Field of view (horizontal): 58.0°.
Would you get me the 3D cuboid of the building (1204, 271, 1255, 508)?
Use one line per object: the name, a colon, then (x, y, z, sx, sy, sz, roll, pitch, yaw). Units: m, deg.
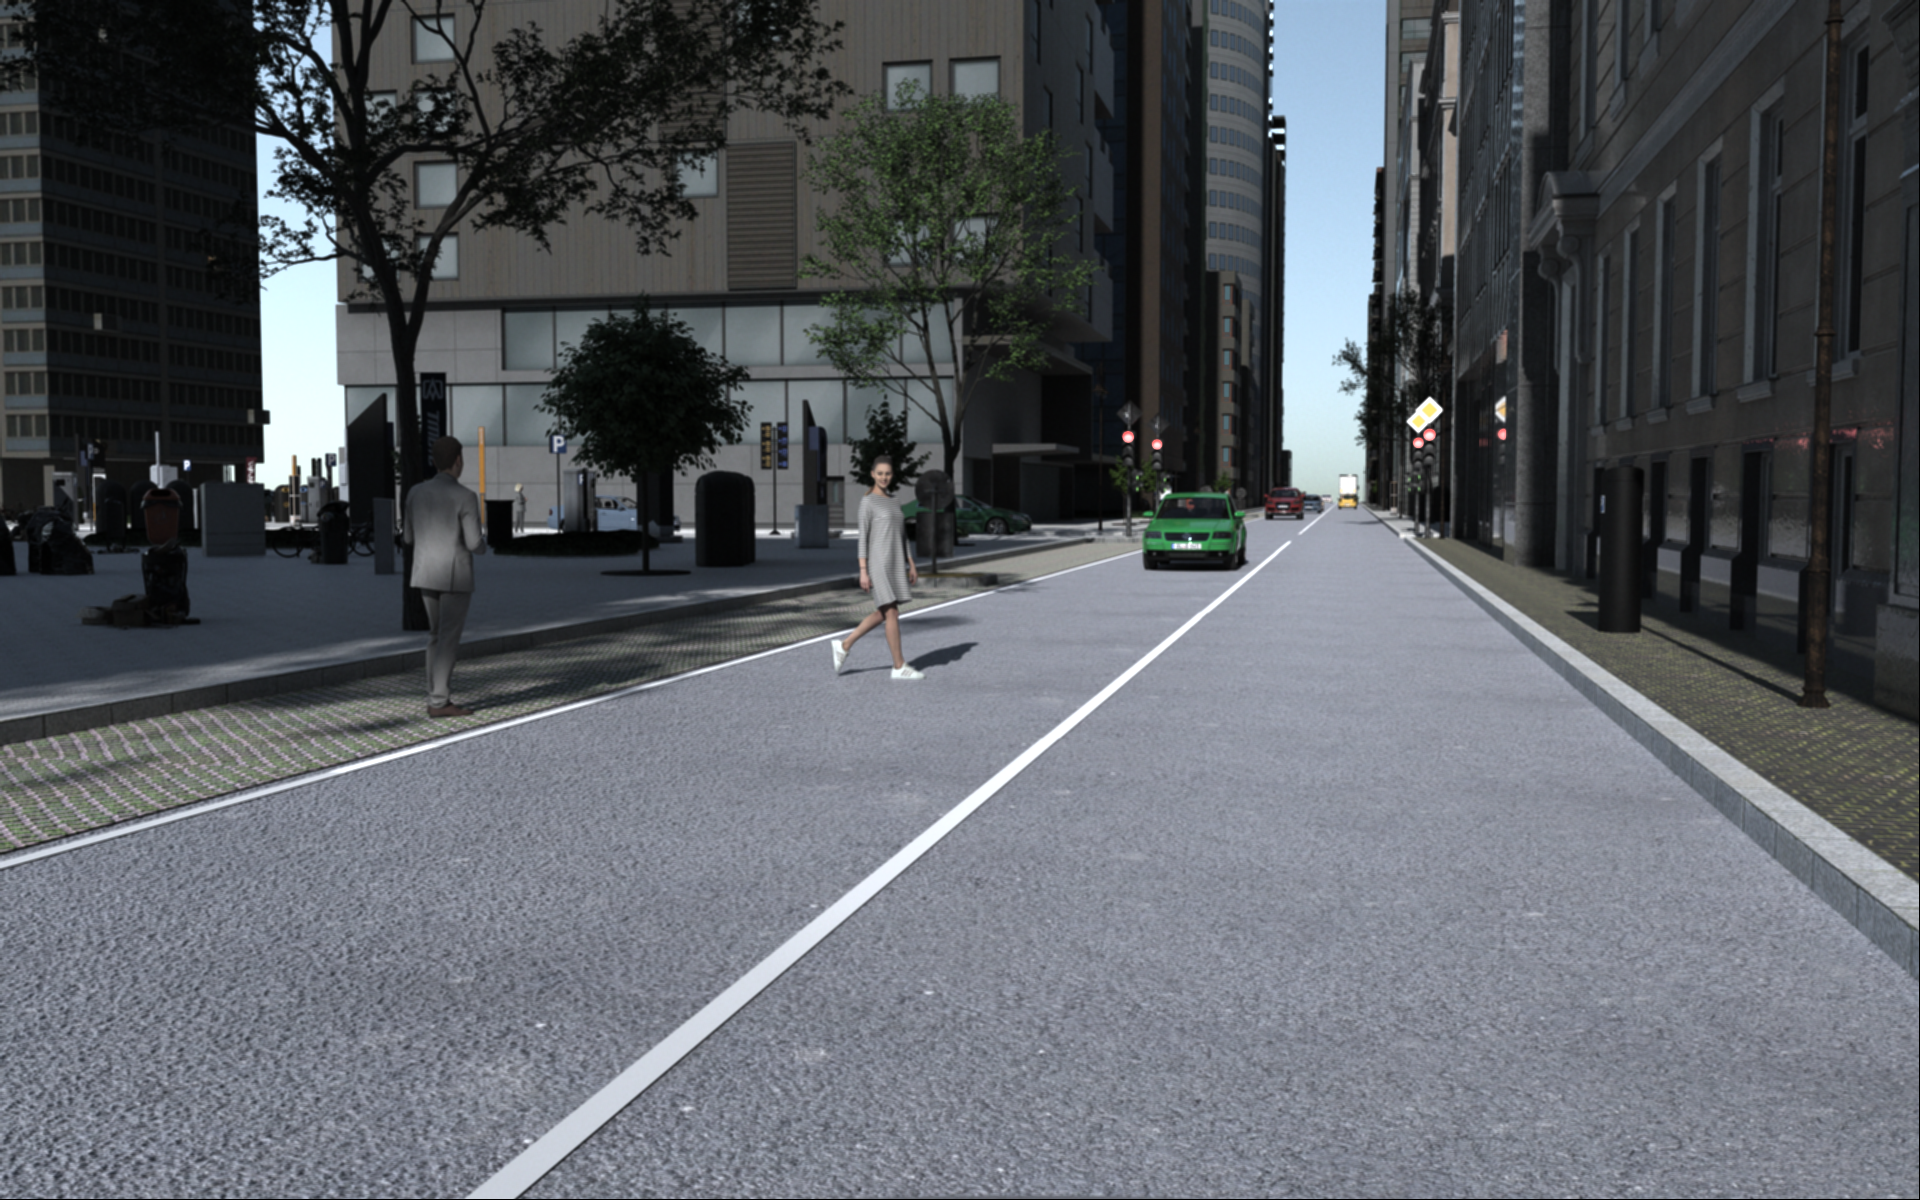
building: (10.909, -18.726, 151.208, 27.650, 21.520, 28.899, 1, 4, 13)

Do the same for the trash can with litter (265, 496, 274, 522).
trash can with litter: (-31.989, -4.194, 79.966, 0.624, 1.170, 1.055, -1, 4, -19)

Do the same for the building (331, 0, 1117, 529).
building: (-8.043, -29.719, 75.138, 28.713, 52.752, 27.495, 1, 4, 13)

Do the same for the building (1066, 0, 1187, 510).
building: (5.668, -27.627, 101.809, 14.600, 45.320, 14.200, 1, 4, 13)

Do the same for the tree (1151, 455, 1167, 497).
tree: (8.501, -5.116, 78.241, 1.663, 3.219, 1.824, 0, 3, 0)

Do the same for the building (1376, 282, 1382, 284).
building: (75.805, -39.675, 268.296, 23.786, 49.044, 30.456, 1, 4, 13)

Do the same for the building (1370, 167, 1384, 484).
building: (65.044, -34.925, 225.643, 22.147, 44.769, 28.867, 1, 4, 13)

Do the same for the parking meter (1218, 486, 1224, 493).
parking meter: (18.179, -7.024, 120.550, 0.255, 1.863, 0.399, -2, 4, -23)

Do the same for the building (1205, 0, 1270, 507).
building: (20.214, -38.851, 177.208, 21.231, 58.520, 28.212, 1, 4, 13)

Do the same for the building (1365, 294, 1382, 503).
building: (65.534, -29.154, 248.366, 14.160, 30.474, 14.107, 1, 4, 13)

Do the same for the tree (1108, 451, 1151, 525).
tree: (6.946, -4.719, 71.753, 1.663, 3.219, 1.824, 0, 3, 0)

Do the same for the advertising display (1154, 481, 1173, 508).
advertising display: (10.213, -5.004, 87.034, 0.974, 1.923, 0.123, 2, 4, 28)

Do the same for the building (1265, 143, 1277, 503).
building: (28.508, -31.432, 197.515, 14.154, 41.232, 14.086, 1, 4, 13)

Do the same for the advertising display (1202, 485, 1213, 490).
advertising display: (17.448, -7.165, 122.366, 0.974, 1.923, 0.123, 3, 5, 43)

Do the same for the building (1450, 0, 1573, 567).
building: (17.877, -13.478, 38.382, 12.078, 24.808, 19.932, 1, 4, 13)

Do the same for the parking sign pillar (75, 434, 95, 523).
parking sign pillar: (-39.430, -5.486, 78.175, 1.447, 3.967, 1.447, 0, 4, -8)

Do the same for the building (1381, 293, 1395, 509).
building: (53.630, -19.278, 160.237, 27.650, 21.520, 28.899, 1, 4, 13)

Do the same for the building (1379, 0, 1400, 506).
building: (56.735, -39.516, 188.092, 21.231, 58.520, 28.212, 1, 4, 13)

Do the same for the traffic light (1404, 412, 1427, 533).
traffic light: (15.225, -4.206, 57.688, 0.839, 4.253, 0.868, 1, 4, 13)

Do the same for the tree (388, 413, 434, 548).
tree: (-12.833, -2.869, 41.512, 1.663, 3.219, 1.824, 0, 3, 0)

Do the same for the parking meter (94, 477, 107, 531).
parking meter: (-28.749, -3.197, 57.980, 0.399, 1.863, 0.255, 2, 4, 30)

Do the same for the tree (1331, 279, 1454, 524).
tree: (20.281, -8.620, 75.357, 7.601, 10.594, 8.767, 3, 4, 37)

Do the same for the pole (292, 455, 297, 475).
pole: (-34.910, -5.936, 90.902, 0.158, 3.312, 0.155, 0, 3, 0)

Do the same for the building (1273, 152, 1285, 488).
building: (34.283, -35.040, 223.022, 14.600, 45.320, 14.200, 1, 4, 13)

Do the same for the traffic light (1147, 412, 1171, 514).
traffic light: (6.817, -4.320, 59.548, 0.839, 4.253, 0.868, 1, 4, 13)

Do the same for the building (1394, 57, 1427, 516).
building: (34.696, -20.590, 114.140, 11.434, 29.767, 29.804, 1, 4, 13)

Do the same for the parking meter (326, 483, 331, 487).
parking meter: (-32.811, -5.154, 89.981, 0.255, 1.863, 0.399, 1, 4, 10)

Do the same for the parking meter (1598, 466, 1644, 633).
parking meter: (6.153, -0.472, 16.121, 0.372, 1.533, 0.369, 0, 3, 0)

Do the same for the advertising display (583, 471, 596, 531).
advertising display: (-10.420, -2.660, 48.712, 0.123, 1.923, 0.974, 0, 4, 1)

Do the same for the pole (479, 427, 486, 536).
pole: (-14.543, -3.602, 52.740, 0.158, 3.312, 0.155, 0, 3, 0)

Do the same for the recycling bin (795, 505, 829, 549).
recycling bin: (-3.526, -1.750, 41.161, 0.722, 1.027, 0.722, -1, 4, -13)

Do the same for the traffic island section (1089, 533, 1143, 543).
traffic island section: (5.035, -1.811, 51.899, 2.009, 0.180, 2.903, 1, 4, 13)

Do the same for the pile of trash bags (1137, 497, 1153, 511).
pile of trash bags: (11.034, -5.074, 92.710, 3.447, 1.369, 1.912, 2, 4, 28)

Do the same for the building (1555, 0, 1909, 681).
building: (14.338, -14.230, 18.571, 13.634, 28.700, 20.117, 1, 4, 13)

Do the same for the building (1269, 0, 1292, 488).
building: (40.693, -58.471, 268.673, 22.319, 86.520, 31.000, 1, 4, 13)

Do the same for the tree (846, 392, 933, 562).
tree: (-1.313, -2.347, 32.973, 1.663, 3.219, 1.824, 0, 3, 0)

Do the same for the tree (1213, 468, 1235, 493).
tree: (19.369, -8.112, 127.226, 1.663, 3.219, 1.824, 0, 3, 0)

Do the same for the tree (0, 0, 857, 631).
tree: (-5.105, -5.015, 16.403, 8.767, 10.594, 7.601, 0, 4, 0)

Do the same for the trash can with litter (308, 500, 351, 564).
trash can with litter: (-11.666, -1.251, 31.838, 1.055, 1.170, 0.624, 3, 5, 41)

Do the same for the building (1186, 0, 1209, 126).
building: (10.004, -26.912, 123.613, 14.154, 41.232, 14.086, 1, 4, 13)

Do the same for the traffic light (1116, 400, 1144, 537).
traffic light: (5.071, -3.843, 51.756, 0.839, 4.253, 0.868, 1, 4, 13)

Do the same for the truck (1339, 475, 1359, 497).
truck: (57.588, -16.374, 256.623, 2.839, 4.237, 11.283, 1, 4, 14)

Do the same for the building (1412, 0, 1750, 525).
building: (30.731, -18.552, 89.224, 13.634, 28.700, 20.117, 1, 4, 13)

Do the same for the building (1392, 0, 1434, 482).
building: (42.259, -27.878, 139.407, 14.154, 41.232, 14.086, 1, 4, 13)

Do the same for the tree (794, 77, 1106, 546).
tree: (-0.221, -7.158, 42.787, 9.928, 11.665, 9.643, 0, 3, 0)

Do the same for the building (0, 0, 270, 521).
building: (-52.465, -24.278, 88.830, 23.993, 40.220, 32.217, 1, 4, 13)

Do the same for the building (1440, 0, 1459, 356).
building: (27.033, -14.122, 59.771, 19.941, 23.489, 11.050, 1, 4, 13)

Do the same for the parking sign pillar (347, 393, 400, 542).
parking sign pillar: (-15.872, -3.563, 46.723, 1.447, 3.967, 1.447, 2, 4, 25)

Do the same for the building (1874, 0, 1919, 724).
building: (8.162, -9.235, 0.147, 9.793, 20.994, 18.267, 1, 4, 13)

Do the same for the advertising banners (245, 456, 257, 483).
advertising banners: (-33.600, -5.141, 80.247, 2.074, 3.025, 0.090, -3, 4, -38)

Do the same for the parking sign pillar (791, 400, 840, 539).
parking sign pillar: (-4.199, -3.777, 50.222, 1.447, 3.967, 1.447, 1, 4, 8)

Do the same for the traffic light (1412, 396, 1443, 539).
traffic light: (13.479, -3.729, 49.895, 0.839, 4.253, 0.868, 1, 4, 13)

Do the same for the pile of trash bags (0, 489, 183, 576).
pile of trash bags: (-14.484, -1.122, 28.103, 3.447, 1.369, 1.912, -1, 4, -21)

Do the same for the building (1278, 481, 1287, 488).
building: (29.690, -33.753, 243.735, 32.217, 40.220, 23.993, 1, 4, 13)

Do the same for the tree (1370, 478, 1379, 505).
tree: (51.183, -13.359, 213.026, 1.663, 3.219, 1.824, 0, 3, 0)

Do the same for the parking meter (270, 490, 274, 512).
parking meter: (-48.720, -6.989, 122.685, 0.372, 1.533, 0.369, 0, 3, 0)

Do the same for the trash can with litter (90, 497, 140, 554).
trash can with litter: (-18.615, -1.613, 37.433, 1.678, 1.210, 2.233, 1, 4, 12)

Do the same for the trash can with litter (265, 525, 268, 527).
trash can with litter: (-30.624, -3.811, 73.369, 2.233, 1.210, 1.678, 2, 4, 27)

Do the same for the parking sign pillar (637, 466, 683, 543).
parking sign pillar: (-8.044, -3.495, 45.615, 1.447, 3.967, 1.447, -3, 4, -37)

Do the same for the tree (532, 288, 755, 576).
tree: (-5.134, -2.695, 27.778, 4.285, 4.588, 4.351, 0, 3, 0)
